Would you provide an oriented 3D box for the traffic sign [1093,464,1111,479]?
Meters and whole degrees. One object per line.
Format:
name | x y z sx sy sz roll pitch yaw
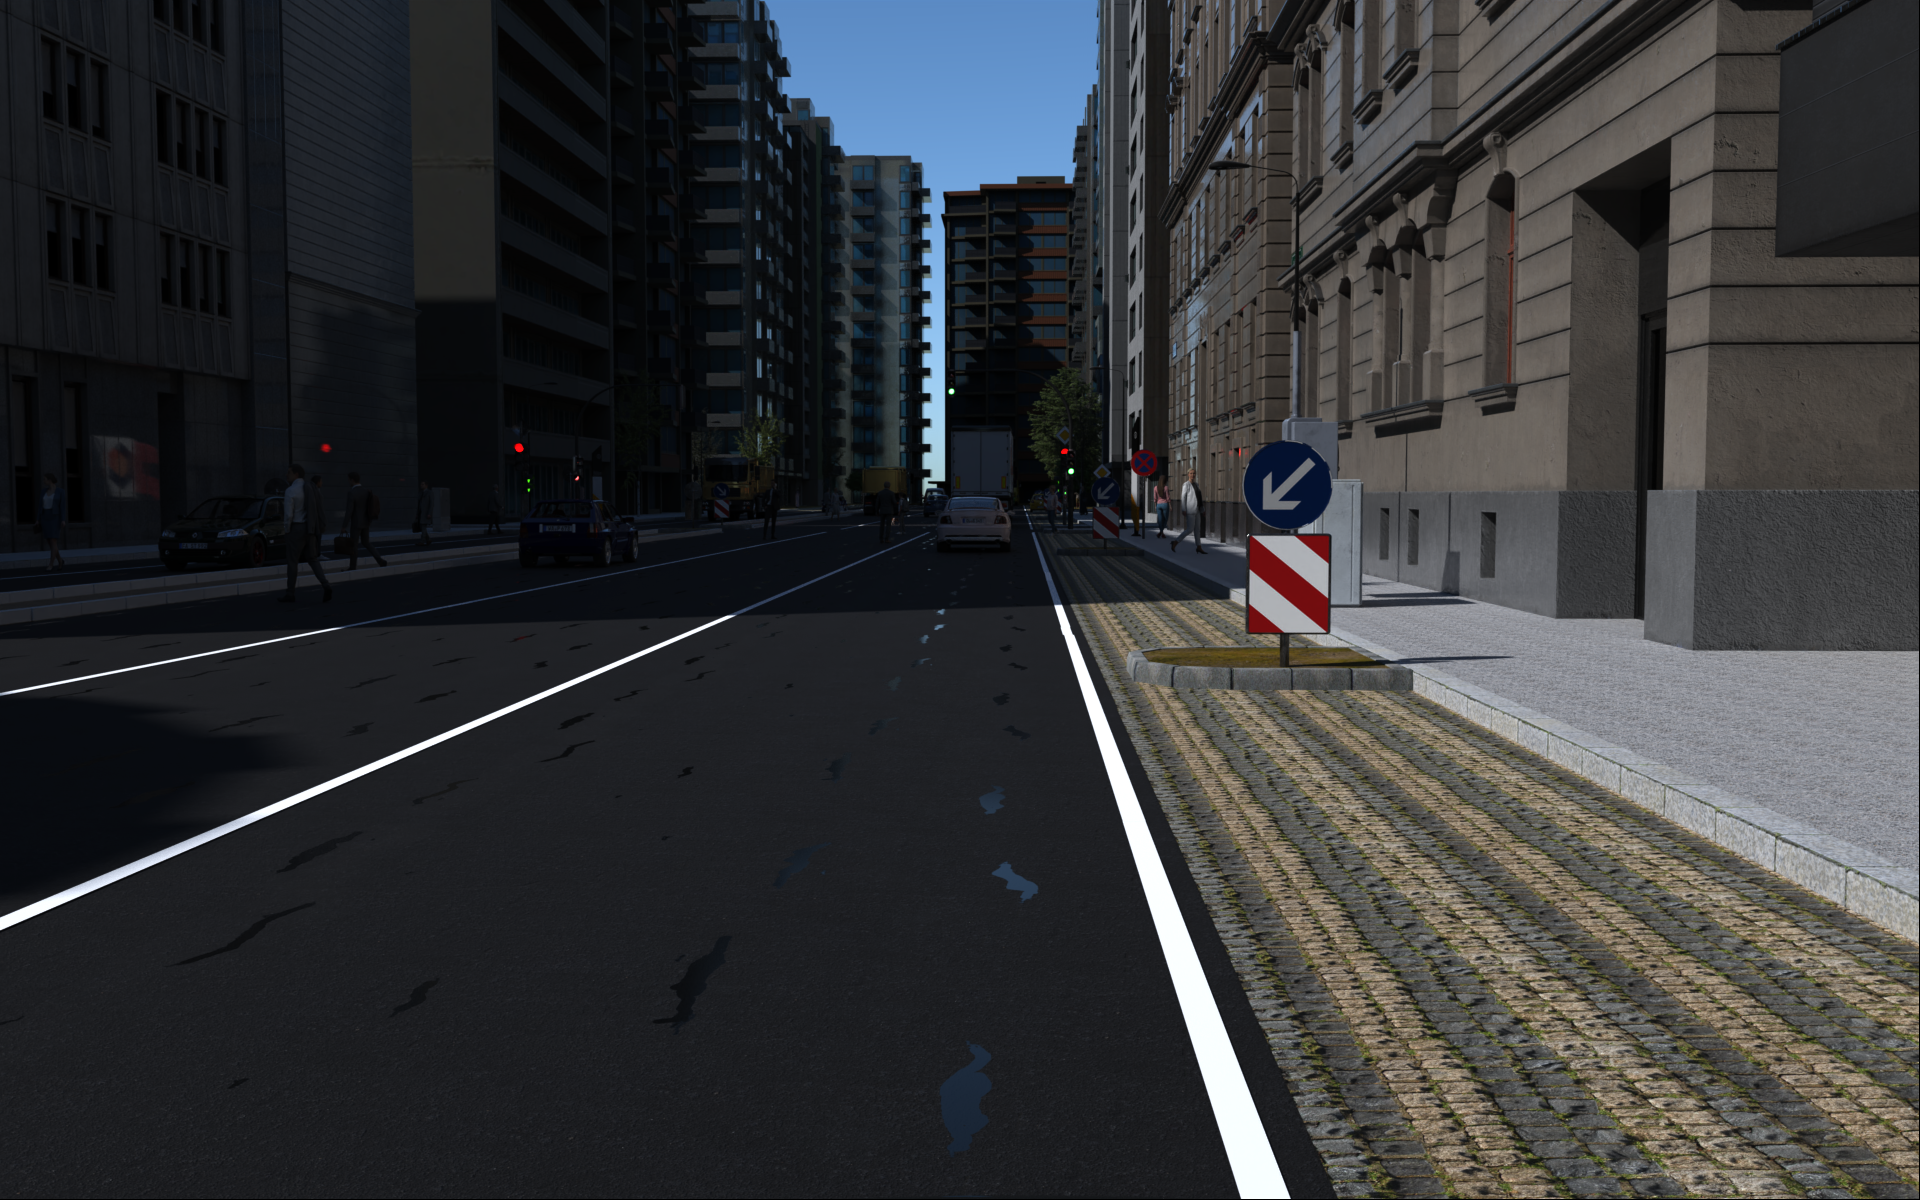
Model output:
traffic sign | 6.145 -4.586 74.717 0.795 2.593 0.064 0 4 8

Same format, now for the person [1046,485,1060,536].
person | 3.179 -3.059 59.188 0.598 1.740 0.731 -3 5 -43

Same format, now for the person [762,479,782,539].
person | -5.967 -2.882 54.980 0.648 1.900 0.474 -1 4 -15

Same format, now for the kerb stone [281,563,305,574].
kerb stone | -12.167 -0.559 31.334 0.120 0.150 1.000 0 4 2

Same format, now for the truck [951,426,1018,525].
truck | 1.101 -5.376 76.810 2.839 4.237 11.283 0 4 3

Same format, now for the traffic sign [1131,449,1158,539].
traffic sign | 5.245 -3.016 49.418 0.768 2.556 0.104 0 4 4

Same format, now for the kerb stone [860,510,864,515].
kerb stone | -6.936 -6.100 121.934 0.120 0.150 1.000 0 4 2

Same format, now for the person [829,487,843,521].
person | -6.576 -5.065 91.664 0.694 1.780 0.624 -2 4 -32

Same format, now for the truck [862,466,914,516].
truck | -5.063 -7.521 118.900 3.469 3.379 9.791 0 4 1

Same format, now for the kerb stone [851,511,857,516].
kerb stone | -7.145 -5.724 115.797 0.120 0.150 1.000 0 4 2

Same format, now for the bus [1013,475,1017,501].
bus | 1.718 -6.340 98.515 2.948 3.499 13.247 0 4 2

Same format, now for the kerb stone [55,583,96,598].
kerb stone | -12.411 -0.120 24.152 0.120 0.150 1.000 0 4 2

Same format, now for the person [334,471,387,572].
person | -10.632 -1.361 30.714 0.822 1.834 0.622 1 4 14

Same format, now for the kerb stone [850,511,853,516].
kerb stone | -7.256 -5.535 112.722 0.120 0.150 1.000 0 4 2

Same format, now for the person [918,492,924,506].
person | -4.604 -12.196 208.616 0.721 1.743 1.217 -3 5 -44

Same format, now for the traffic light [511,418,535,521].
traffic light | -16.137 -4.584 63.862 0.839 4.253 0.868 0 4 2

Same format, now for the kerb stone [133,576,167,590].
kerb stone | -12.347 -0.241 26.208 0.120 0.150 1.000 0 4 2

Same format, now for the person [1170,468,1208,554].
person | 4.916 -1.908 37.124 0.818 1.842 0.514 1 4 22

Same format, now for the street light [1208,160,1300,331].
street light | 4.159 -3.163 24.264 1.470 5.913 1.316 0 4 2

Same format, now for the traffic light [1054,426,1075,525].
traffic light | 4.288 -5.030 71.166 0.839 4.253 0.868 0 4 2

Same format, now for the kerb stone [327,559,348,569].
kerb stone | -12.098 -0.682 33.391 0.120 0.150 1.000 0 4 2

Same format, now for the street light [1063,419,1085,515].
street light | 7.065 -8.235 107.179 1.470 5.913 1.316 0 4 2

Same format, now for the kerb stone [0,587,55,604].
kerb stone | -12.454 -0.053 23.130 0.120 0.150 1.000 0 4 2

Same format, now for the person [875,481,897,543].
person | -2.143 -2.582 50.897 0.661 1.801 0.590 1 4 14

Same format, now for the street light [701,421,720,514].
street light | -15.963 -8.438 110.502 1.470 5.913 1.316 0 4 2

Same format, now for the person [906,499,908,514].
person | -3.984 -7.205 126.563 0.793 1.790 0.793 -3 4 -39

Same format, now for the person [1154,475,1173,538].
person | 5.903 -2.703 50.246 0.555 1.821 0.388 1 4 18

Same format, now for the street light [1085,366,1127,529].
street light | 5.409 -5.540 63.125 1.470 5.913 1.316 0 4 2

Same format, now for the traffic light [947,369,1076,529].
traffic light | 1.919 -5.410 63.116 4.771 5.953 1.251 0 4 2

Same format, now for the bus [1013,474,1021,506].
bus | 6.047 -13.663 214.934 2.896 3.916 12.252 0 4 3

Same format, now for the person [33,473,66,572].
person | -16.837 -1.448 32.192 0.581 1.822 0.654 1 4 17

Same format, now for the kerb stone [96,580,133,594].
kerb stone | -12.380 -0.182 25.187 0.120 0.150 1.000 0 4 2

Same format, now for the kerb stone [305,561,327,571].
kerb stone | -12.129 -0.621 32.355 0.120 0.150 1.000 0 4 2

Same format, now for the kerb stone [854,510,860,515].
kerb stone | -7.080 -5.848 117.843 0.120 0.150 1.000 0 4 2

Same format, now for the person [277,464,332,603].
person | -8.675 -0.877 22.939 0.850 1.850 0.679 1 4 22

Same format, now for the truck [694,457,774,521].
truck | -11.991 -5.979 93.688 3.469 3.379 9.791 0 4 2

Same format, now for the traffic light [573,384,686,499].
traffic light | -13.768 -5.941 71.806 4.771 5.953 1.251 0 4 2

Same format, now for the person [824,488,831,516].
person | -8.102 -5.999 106.791 0.583 1.804 0.606 -3 5 -43

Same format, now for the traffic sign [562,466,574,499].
traffic sign | -17.395 -4.725 77.357 0.768 2.556 0.104 1 4 8

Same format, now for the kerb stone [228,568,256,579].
kerb stone | -12.234 -0.434 29.285 0.120 0.150 1.000 0 4 2

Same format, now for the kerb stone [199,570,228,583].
kerb stone | -12.267 -0.371 28.259 0.120 0.150 1.000 0 4 2

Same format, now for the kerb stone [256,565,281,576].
kerb stone | -12.208 -0.491 30.313 0.120 0.150 1.000 0 4 2

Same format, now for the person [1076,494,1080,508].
person | 10.866 -9.366 159.182 1.348 1.824 0.705 1 4 11

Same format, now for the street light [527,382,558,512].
street light | -17.331 -6.070 71.784 1.470 5.913 1.316 0 4 2

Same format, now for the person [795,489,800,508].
person | -15.001 -9.380 160.082 0.551 1.740 0.621 2 4 29

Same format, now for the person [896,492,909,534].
person | -2.084 -3.100 61.786 0.523 1.515 0.503 -1 4 -16

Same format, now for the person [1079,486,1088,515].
person | 7.477 -6.029 105.031 0.576 1.772 0.534 3 5 39

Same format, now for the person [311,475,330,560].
person | -14.097 -1.790 37.608 0.795 1.843 0.661 -1 4 -9

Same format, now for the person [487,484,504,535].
person | -16.467 -3.219 61.526 0.661 1.777 0.834 3 4 37

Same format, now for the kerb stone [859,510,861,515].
kerb stone | -7.049 -5.909 118.869 0.120 0.150 1.000 0 4 2

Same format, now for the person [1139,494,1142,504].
person | 12.076 -6.387 114.734 0.475 1.303 0.640 0 4 6

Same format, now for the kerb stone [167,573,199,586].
kerb stone | -12.310 -0.308 27.232 0.120 0.150 1.000 0 4 2

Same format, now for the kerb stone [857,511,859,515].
kerb stone | -7.108 -5.788 116.821 0.120 0.150 1.000 0 4 2

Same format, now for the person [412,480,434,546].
person | -14.833 -2.400 47.847 0.694 1.812 0.767 2 4 32

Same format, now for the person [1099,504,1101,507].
person | 12.320 -8.801 153.169 0.599 1.433 0.991 -2 4 -32
